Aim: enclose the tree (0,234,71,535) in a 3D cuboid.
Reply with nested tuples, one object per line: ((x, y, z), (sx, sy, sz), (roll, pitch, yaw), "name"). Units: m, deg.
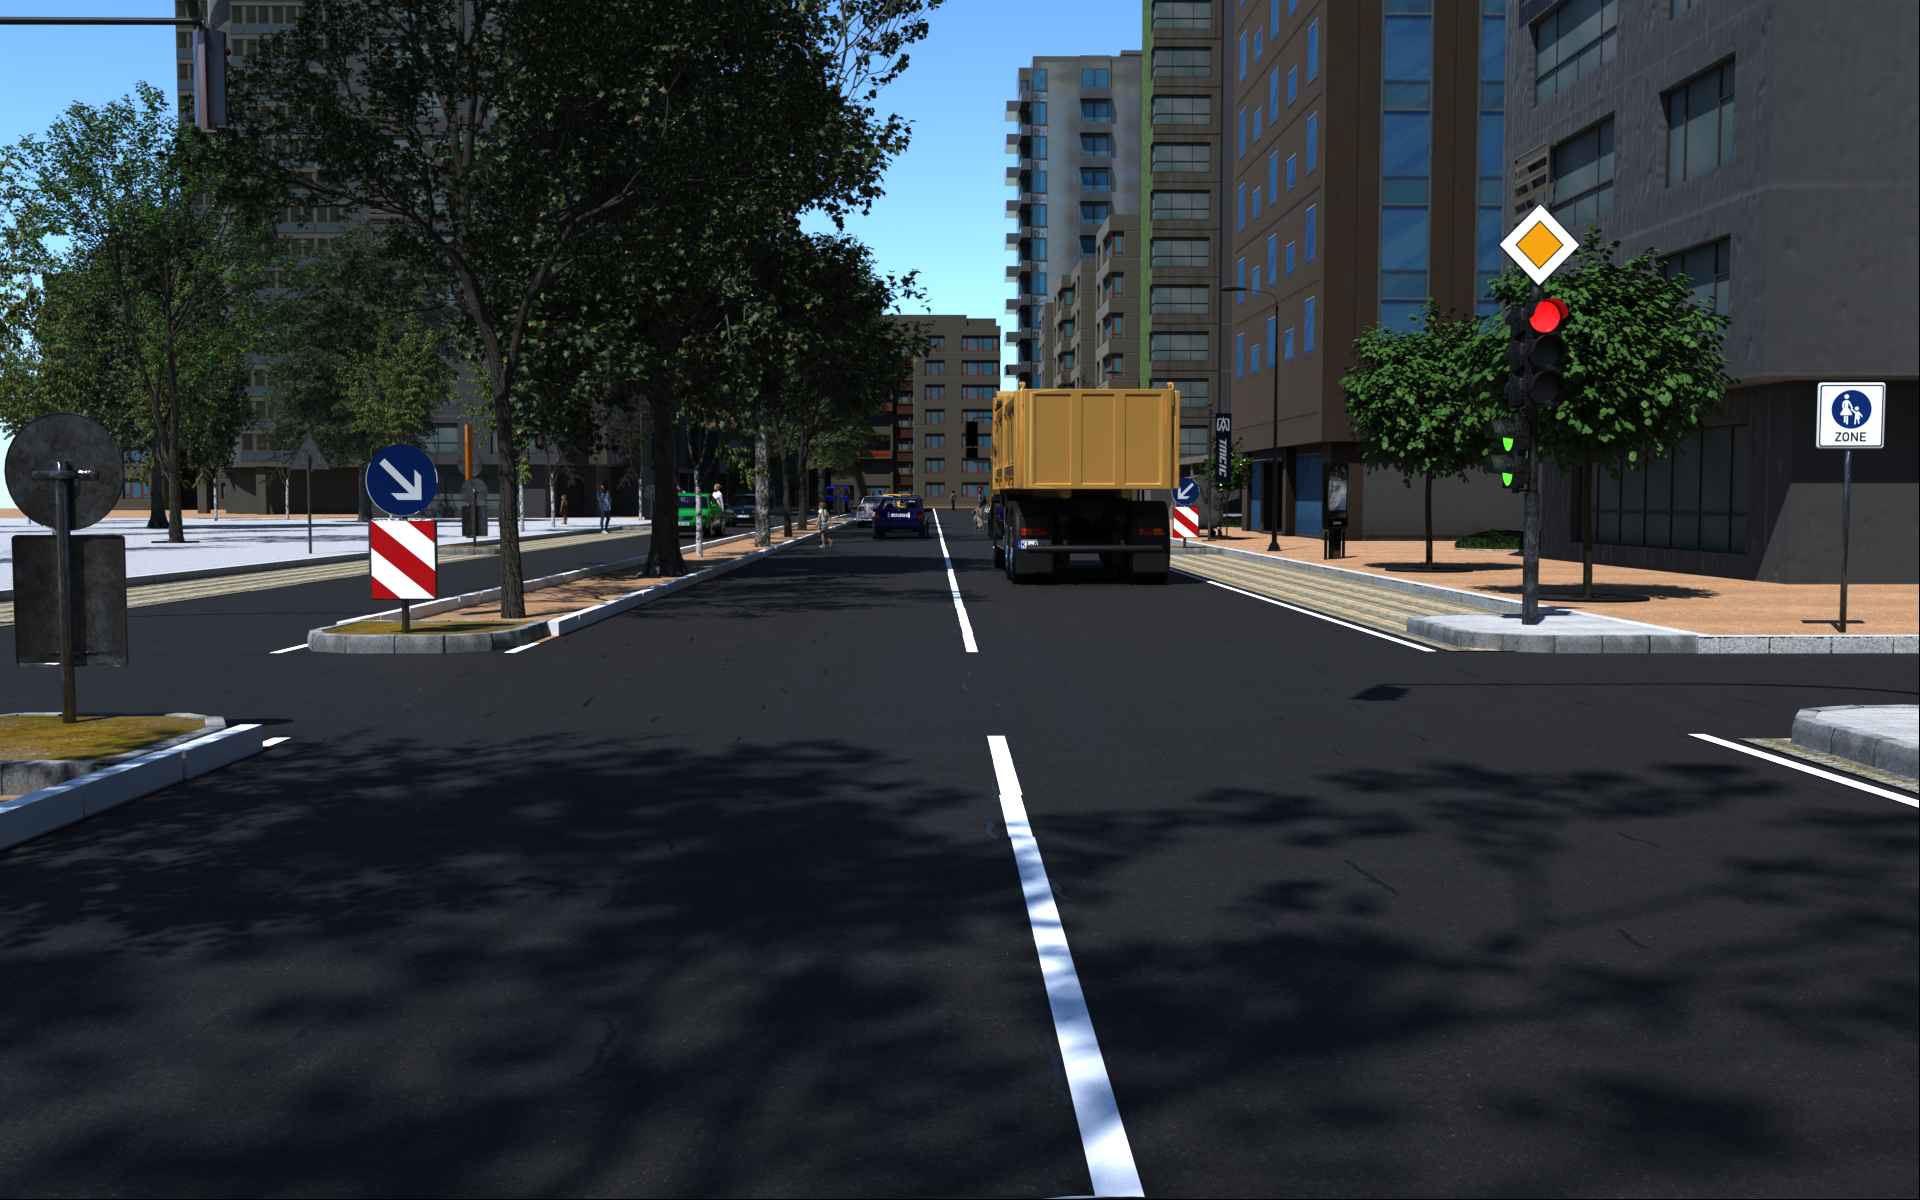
((-27.594, -6.220, 52.062), (4.737, 8.622, 4.395), (0, 3, 0), "tree")

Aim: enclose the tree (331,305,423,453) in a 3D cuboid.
((-21.373, -7.053, 65.683), (4.737, 8.622, 4.395), (0, 3, 0), "tree")

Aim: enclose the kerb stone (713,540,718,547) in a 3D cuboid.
((-6.705, -1.489, 46.619), (0.120, 0.150, 1.000), (0, 4, -1), "kerb stone")

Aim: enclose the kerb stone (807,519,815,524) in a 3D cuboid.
((-7.383, -3.873, 85.519), (0.120, 0.150, 1.000), (0, 4, -1), "kerb stone")

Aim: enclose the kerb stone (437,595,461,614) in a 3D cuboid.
((-6.265, 0.075, 20.964), (0.120, 0.150, 1.000), (0, 4, -1), "kerb stone")

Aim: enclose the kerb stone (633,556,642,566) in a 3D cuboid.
((-6.496, -0.740, 34.298), (0.120, 0.150, 1.000), (0, 4, -1), "kerb stone")

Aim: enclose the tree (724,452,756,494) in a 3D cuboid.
((-16.426, -9.110, 132.658), (4.285, 4.588, 4.351), (0, 3, 0), "tree")

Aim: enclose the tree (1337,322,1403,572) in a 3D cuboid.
((7.879, -2.761, 28.856), (4.285, 4.588, 4.351), (0, 3, 0), "tree")

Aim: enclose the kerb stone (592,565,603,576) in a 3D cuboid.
((-6.422, -0.489, 30.200), (0.120, 0.150, 1.000), (0, 4, -1), "kerb stone")

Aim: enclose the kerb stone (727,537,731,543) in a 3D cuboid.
((-6.755, -1.681, 49.685), (0.120, 0.150, 1.000), (0, 4, -1), "kerb stone")

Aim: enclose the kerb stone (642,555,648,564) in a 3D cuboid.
((-6.505, -0.803, 35.329), (0.120, 0.150, 1.000), (0, 4, -1), "kerb stone")

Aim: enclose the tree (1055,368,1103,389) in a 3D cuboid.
((6.545, -9.167, 100.237), (4.360, 8.622, 3.978), (0, 3, 0), "tree")

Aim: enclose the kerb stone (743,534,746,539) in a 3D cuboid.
((-6.835, -1.928, 53.781), (0.120, 0.150, 1.000), (0, 4, -1), "kerb stone")

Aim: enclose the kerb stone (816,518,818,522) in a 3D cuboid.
((-7.419, -3.998, 87.575), (0.120, 0.150, 1.000), (0, 4, -1), "kerb stone")

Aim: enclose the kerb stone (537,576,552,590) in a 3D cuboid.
((-6.350, -0.235, 26.089), (0.120, 0.150, 1.000), (0, 4, -1), "kerb stone")

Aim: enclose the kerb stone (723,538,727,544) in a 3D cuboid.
((-6.741, -1.618, 48.663), (0.120, 0.150, 1.000), (0, 4, -1), "kerb stone")

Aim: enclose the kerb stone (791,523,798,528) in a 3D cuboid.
((-7.227, -3.310, 76.314), (0.120, 0.150, 1.000), (0, 4, -1), "kerb stone")

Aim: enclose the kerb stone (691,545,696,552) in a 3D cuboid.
((-6.637, -1.243, 42.519), (0.120, 0.150, 1.000), (0, 4, -1), "kerb stone")

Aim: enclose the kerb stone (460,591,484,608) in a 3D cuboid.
((-6.274, 0.012, 21.997), (0.120, 0.150, 1.000), (0, 4, -1), "kerb stone")

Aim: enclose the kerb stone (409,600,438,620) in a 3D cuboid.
((-6.238, 0.138, 19.933), (0.120, 0.150, 1.000), (0, 4, -1), "kerb stone")

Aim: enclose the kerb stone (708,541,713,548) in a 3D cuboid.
((-6.689, -1.431, 45.593), (0.120, 0.150, 1.000), (0, 4, -1), "kerb stone")

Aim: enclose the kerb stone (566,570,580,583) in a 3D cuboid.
((-6.375, -0.363, 28.134), (0.120, 0.150, 1.000), (0, 4, -1), "kerb stone")

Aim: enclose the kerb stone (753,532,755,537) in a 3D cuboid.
((-6.882, -2.119, 56.848), (0.120, 0.150, 1.000), (0, 4, -1), "kerb stone")

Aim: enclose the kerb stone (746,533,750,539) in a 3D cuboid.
((-6.847, -1.994, 54.803), (0.120, 0.150, 1.000), (0, 4, -1), "kerb stone")

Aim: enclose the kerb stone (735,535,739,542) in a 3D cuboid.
((-6.789, -1.807, 51.733), (0.120, 0.150, 1.000), (0, 4, -1), "kerb stone")

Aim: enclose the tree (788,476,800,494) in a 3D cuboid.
((-16.404, -10.666, 168.992), (1.663, 3.219, 1.824), (0, 3, 0), "tree")

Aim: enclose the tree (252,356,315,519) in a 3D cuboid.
((-34.808, -8.516, 89.593), (4.360, 8.622, 3.978), (0, 3, 0), "tree")

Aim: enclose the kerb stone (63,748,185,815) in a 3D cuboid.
((-3.939, 0.859, 8.159), (0.120, 0.150, 1.000), (0, 4, -1), "kerb stone")

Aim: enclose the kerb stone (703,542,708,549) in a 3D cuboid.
((-6.672, -1.369, 44.571), (0.120, 0.150, 1.000), (0, 4, -1), "kerb stone")

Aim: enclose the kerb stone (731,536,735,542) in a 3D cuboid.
((-6.774, -1.744, 50.708), (0.120, 0.150, 1.000), (0, 4, -1), "kerb stone")

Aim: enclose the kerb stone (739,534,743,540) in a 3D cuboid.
((-6.816, -1.869, 52.756), (0.120, 0.150, 1.000), (0, 4, -1), "kerb stone")

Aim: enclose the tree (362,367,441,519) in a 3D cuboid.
((-29.016, -8.457, 88.630), (4.360, 8.622, 3.978), (0, 3, 0), "tree")

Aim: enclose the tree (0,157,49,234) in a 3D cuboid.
((-20.946, -5.259, 36.340), (4.737, 8.622, 4.395), (0, 3, 0), "tree")

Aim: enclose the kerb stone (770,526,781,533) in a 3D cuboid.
((-7.047, -2.684, 66.076), (0.120, 0.150, 1.000), (0, 4, -1), "kerb stone")

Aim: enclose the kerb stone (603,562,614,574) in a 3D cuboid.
((-6.434, -0.552, 31.227), (0.120, 0.150, 1.000), (0, 4, -1), "kerb stone")

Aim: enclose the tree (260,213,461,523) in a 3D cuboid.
((-26.902, -10.465, 77.752), (9.857, 13.997, 8.962), (0, 3, 0), "tree")

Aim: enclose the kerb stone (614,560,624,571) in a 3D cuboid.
((-6.454, -0.615, 32.254), (0.120, 0.150, 1.000), (0, 4, -1), "kerb stone")

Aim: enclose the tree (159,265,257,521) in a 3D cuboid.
((-25.695, -6.491, 56.496), (4.737, 8.622, 4.395), (0, 3, 0), "tree")

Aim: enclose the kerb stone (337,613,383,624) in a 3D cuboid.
((-6.201, 0.264, 17.877), (0.120, 0.150, 1.000), (0, 4, -1), "kerb stone")

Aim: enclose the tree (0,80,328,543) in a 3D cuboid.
((-20.744, -7.299, 45.089), (9.928, 11.665, 9.643), (0, 3, 0), "tree")

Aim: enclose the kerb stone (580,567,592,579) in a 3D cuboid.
((-6.404, -0.426, 29.165), (0.120, 0.150, 1.000), (0, 4, -1), "kerb stone")

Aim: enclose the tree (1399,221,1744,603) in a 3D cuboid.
((7.670, -2.287, 21.104), (4.285, 4.588, 4.351), (0, 3, 0), "tree")

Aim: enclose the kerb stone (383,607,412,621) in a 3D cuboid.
((-6.226, 0.207, 18.910), (0.120, 0.150, 1.000), (0, 4, -1), "kerb stone")

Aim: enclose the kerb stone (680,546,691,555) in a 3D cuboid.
((-6.624, -1.180, 41.496), (0.120, 0.150, 1.000), (0, 4, -1), "kerb stone")

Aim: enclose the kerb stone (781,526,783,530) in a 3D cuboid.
((-7.068, -2.747, 67.104), (0.120, 0.150, 1.000), (0, 4, -1), "kerb stone")

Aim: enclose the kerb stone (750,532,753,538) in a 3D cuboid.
((-6.871, -2.053, 55.825), (0.120, 0.150, 1.000), (0, 4, -1), "kerb stone")

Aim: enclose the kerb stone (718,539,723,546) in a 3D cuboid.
((-6.717, -1.553, 47.641), (0.120, 0.150, 1.000), (0, 4, -1), "kerb stone")

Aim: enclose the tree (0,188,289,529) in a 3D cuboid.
((-30.063, -9.021, 64.507), (9.611, 12.733, 9.660), (0, 3, 0), "tree")

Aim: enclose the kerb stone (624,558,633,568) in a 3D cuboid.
((-6.480, -0.674, 33.276), (0.120, 0.150, 1.000), (0, 4, -1), "kerb stone")

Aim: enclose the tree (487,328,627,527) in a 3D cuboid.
((-15.797, -7.102, 66.479), (4.360, 8.622, 3.978), (0, 3, 0), "tree")

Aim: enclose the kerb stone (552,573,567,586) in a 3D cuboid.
((-6.365, -0.300, 27.111), (0.120, 0.150, 1.000), (0, 4, -1), "kerb stone")

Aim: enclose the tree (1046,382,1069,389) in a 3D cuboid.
((6.604, -10.003, 113.910), (4.737, 8.622, 4.395), (0, 3, 0), "tree")

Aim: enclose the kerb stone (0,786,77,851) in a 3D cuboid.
((-3.915, 0.921, 7.131), (0.120, 0.150, 1.000), (0, 4, -1), "kerb stone")

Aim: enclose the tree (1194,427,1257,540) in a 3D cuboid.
((7.610, -3.328, 49.007), (1.663, 3.219, 1.824), (0, 3, 0), "tree")

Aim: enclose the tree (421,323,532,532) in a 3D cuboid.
((-15.155, -6.633, 58.820), (4.737, 8.622, 4.395), (0, 3, 0), "tree")

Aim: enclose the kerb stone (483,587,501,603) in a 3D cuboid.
((-6.284, -0.050, 23.020), (0.120, 0.150, 1.000), (0, 4, -1), "kerb stone")

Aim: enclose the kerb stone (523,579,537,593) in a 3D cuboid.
((-6.334, -0.176, 25.066), (0.120, 0.150, 1.000), (0, 4, -1), "kerb stone")
